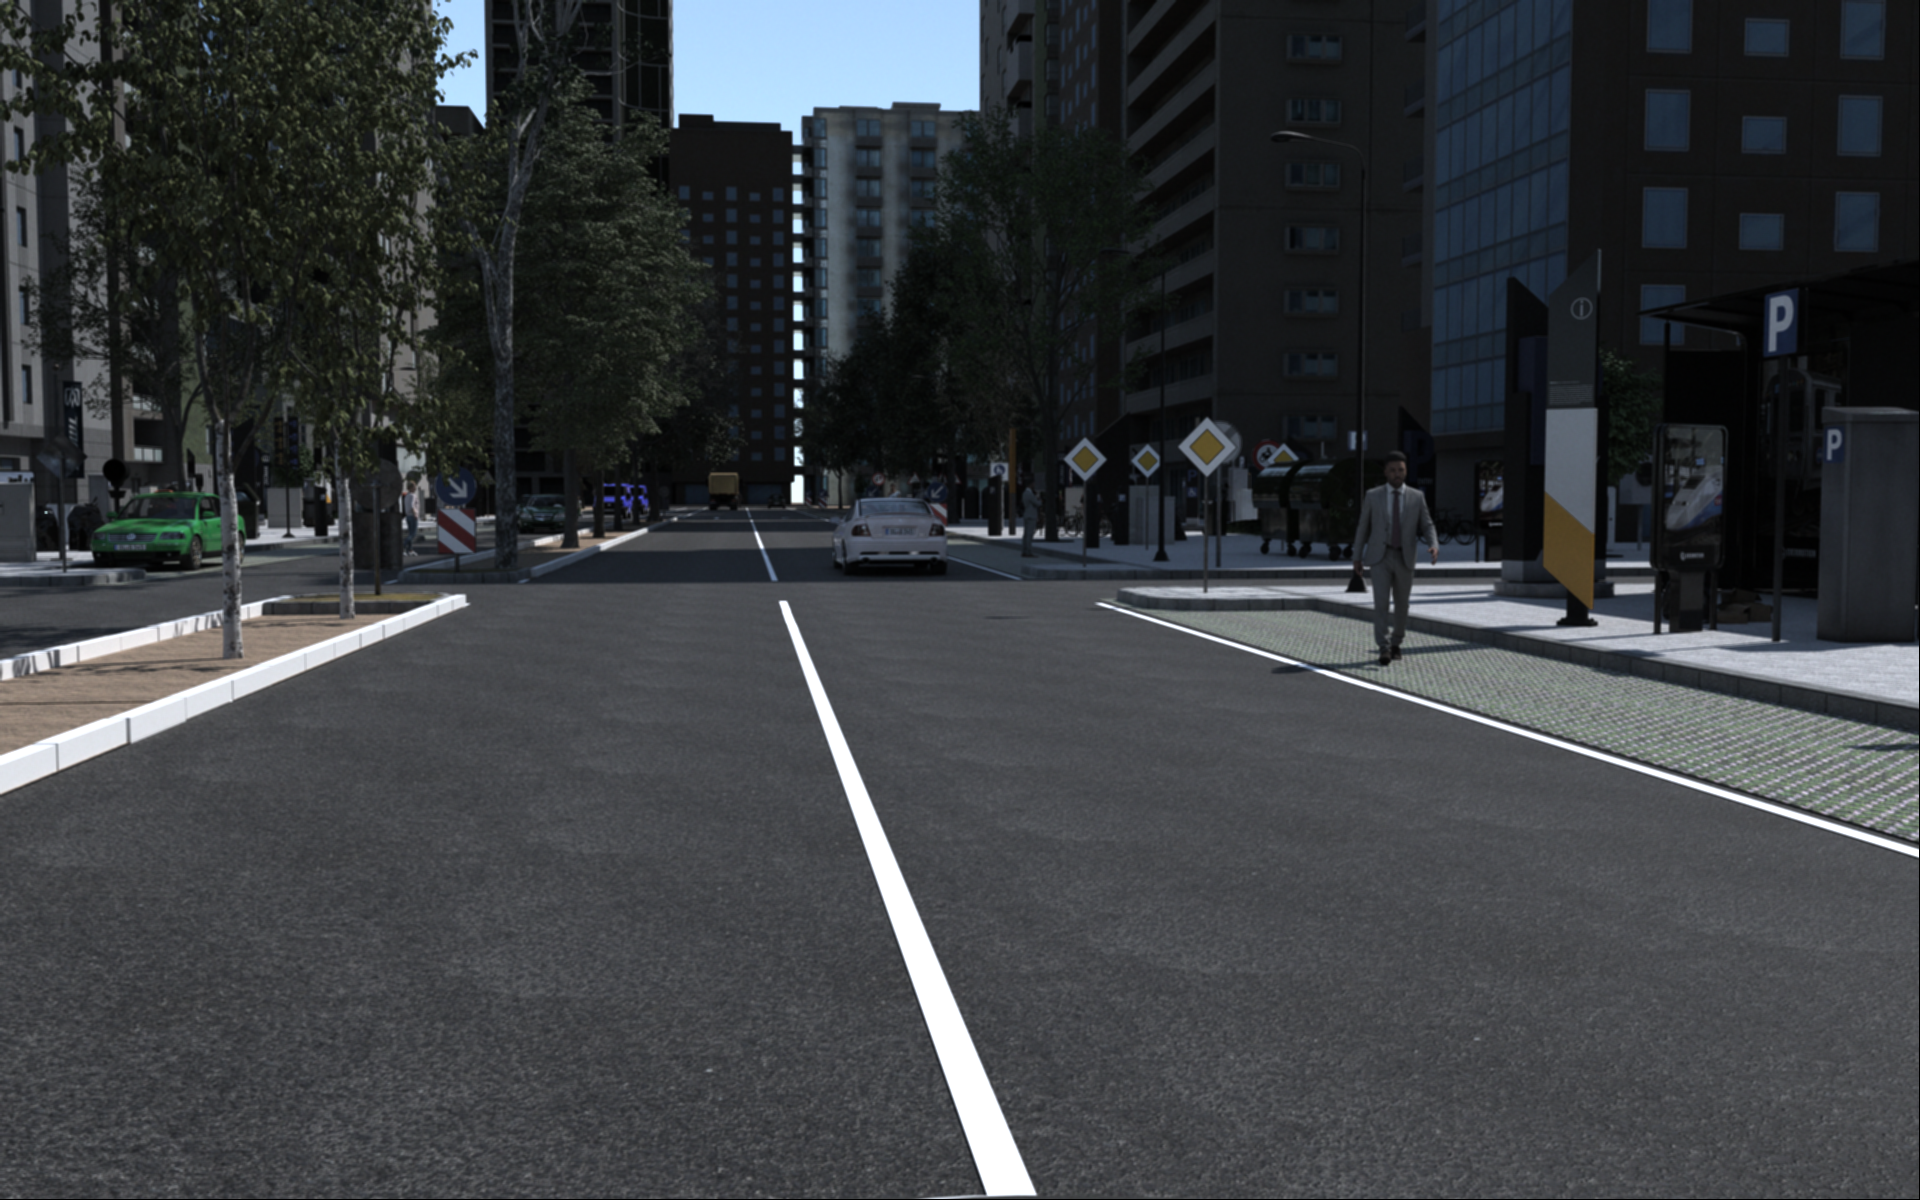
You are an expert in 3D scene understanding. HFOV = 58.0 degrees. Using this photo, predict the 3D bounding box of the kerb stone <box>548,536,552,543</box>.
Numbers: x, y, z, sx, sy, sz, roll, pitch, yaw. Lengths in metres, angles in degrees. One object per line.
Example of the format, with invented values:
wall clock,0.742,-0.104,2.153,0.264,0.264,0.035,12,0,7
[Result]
kerb stone,-12.056,-1.724,50.381,0.120,0.150,1.000,0,4,-7

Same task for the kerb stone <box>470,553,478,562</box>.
kerb stone,-10.256,-0.853,36.135,0.120,0.150,1.000,0,4,-7

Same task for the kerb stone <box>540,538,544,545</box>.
kerb stone,-11.795,-1.596,48.342,0.120,0.150,1.000,0,4,-7

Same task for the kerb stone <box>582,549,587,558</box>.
kerb stone,-8.421,-0.989,38.392,0.120,0.150,1.000,0,4,-7

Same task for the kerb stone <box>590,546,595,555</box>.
kerb stone,-8.678,-1.115,40.420,0.120,0.150,1.000,0,4,-7

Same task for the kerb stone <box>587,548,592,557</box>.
kerb stone,-8.545,-1.053,39.406,0.120,0.150,1.000,0,4,-7

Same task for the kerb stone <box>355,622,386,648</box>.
kerb stone,-5.663,0.351,16.508,0.120,0.150,1.000,0,4,-7

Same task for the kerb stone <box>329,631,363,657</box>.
kerb stone,-5.538,0.412,15.491,0.120,0.150,1.000,0,4,-7

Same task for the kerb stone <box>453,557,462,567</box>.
kerb stone,-9.997,-0.724,34.088,0.120,0.150,1.000,0,4,-7

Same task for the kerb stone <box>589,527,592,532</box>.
kerb stone,-13.724,-2.532,63.597,0.120,0.150,1.000,0,4,-7

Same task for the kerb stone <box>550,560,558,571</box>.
kerb stone,-7.653,-0.613,32.296,0.120,0.150,1.000,0,4,-7

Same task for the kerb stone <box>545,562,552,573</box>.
kerb stone,-7.533,-0.553,31.280,0.120,0.150,1.000,0,4,-7

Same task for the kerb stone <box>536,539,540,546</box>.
kerb stone,-11.674,-1.536,47.325,0.120,0.150,1.000,0,4,-7

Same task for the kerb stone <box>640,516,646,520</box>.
kerb stone,-18.352,-4.773,100.235,0.120,0.150,1.000,0,4,-7

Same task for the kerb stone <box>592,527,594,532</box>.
kerb stone,-13.850,-2.591,64.617,0.120,0.150,1.000,0,4,-7

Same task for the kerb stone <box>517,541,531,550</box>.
kerb stone,-11.417,-1.413,45.294,0.120,0.150,1.000,0,4,-7

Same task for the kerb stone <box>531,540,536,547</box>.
kerb stone,-11.539,-1.475,46.309,0.120,0.150,1.000,0,4,-7

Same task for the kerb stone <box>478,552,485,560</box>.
kerb stone,-10.384,-0.911,37.149,0.120,0.150,1.000,0,4,-7

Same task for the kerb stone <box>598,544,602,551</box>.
kerb stone,-8.937,-1.239,42.457,0.120,0.150,1.000,0,4,-7

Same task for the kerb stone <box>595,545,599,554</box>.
kerb stone,-8.807,-1.177,41.434,0.120,0.150,1.000,0,4,-7

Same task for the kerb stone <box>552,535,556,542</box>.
kerb stone,-12.184,-1.785,51.400,0.120,0.150,1.000,0,4,-7

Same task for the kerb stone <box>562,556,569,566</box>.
kerb stone,-7.916,-0.742,34.323,0.120,0.150,1.000,0,4,-7

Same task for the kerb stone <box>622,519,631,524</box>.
kerb stone,-16.555,-3.901,85.970,0.120,0.150,1.000,0,4,-7

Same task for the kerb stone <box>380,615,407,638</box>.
kerb stone,-5.784,0.286,17.523,0.120,0.150,1.000,0,4,-7

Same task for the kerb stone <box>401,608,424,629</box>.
kerb stone,-5.913,0.226,18.538,0.120,0.150,1.000,0,4,-7

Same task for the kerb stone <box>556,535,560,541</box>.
kerb stone,-12.310,-1.848,52.422,0.120,0.150,1.000,0,4,-7

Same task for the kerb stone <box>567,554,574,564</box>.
kerb stone,-8.035,-0.804,35.342,0.120,0.150,1.000,0,4,-7

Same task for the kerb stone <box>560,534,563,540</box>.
kerb stone,-12.445,-1.911,53.435,0.120,0.150,1.000,0,4,-7

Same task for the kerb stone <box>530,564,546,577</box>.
kerb stone,-7.398,-0.494,30.266,0.120,0.150,1.000,0,4,-7

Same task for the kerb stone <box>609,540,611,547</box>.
kerb stone,-9.325,-1.423,45.517,0.120,0.150,1.000,0,4,-7

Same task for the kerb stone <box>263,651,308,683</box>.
kerb stone,-5.278,0.534,13.464,0.120,0.150,1.000,0,4,-7

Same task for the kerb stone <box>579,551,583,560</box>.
kerb stone,-8.296,-0.929,37.377,0.120,0.150,1.000,0,4,-7

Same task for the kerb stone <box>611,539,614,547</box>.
kerb stone,-9.455,-1.488,46.531,0.120,0.150,1.000,0,4,-7

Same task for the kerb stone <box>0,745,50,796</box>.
kerb stone,-4.638,0.847,8.394,0.120,0.150,1.000,0,4,-7

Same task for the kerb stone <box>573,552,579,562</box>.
kerb stone,-8.165,-0.865,36.363,0.120,0.150,1.000,0,4,-7

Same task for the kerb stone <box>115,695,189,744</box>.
kerb stone,-4.881,0.720,10.424,0.120,0.150,1.000,0,4,-7

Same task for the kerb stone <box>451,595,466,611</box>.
kerb stone,-6.302,0.037,21.599,0.120,0.150,1.000,0,4,-7

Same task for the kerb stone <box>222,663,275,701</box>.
kerb stone,-5.143,0.597,12.451,0.120,0.150,1.000,0,4,-7

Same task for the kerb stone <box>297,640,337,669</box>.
kerb stone,-5.408,0.472,14.478,0.120,0.150,1.000,0,4,-7

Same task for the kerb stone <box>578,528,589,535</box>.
kerb stone,-13.603,-2.470,62.581,0.120,0.150,1.000,0,4,-7

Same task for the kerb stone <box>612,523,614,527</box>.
kerb stone,-15.139,-3.216,74.782,0.120,0.150,1.000,0,4,-7

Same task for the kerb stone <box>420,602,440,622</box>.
kerb stone,-6.050,0.162,19.560,0.120,0.150,1.000,0,4,-7

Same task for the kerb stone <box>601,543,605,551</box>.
kerb stone,-9.070,-1.302,43.479,0.120,0.150,1.000,0,4,-7

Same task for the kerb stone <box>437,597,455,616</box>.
kerb stone,-6.176,0.099,20.582,0.120,0.150,1.000,0,4,-7

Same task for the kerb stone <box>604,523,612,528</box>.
kerb stone,-15.014,-3.154,73.762,0.120,0.150,1.000,0,4,-7

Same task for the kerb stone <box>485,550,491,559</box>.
kerb stone,-10.520,-0.975,38.167,0.120,0.150,1.000,0,4,-7

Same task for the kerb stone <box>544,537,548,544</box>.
kerb stone,-11.920,-1.662,49.365,0.120,0.150,1.000,0,4,-7

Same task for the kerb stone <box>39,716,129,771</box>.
kerb stone,-4.767,0.782,9.408,0.120,0.150,1.000,0,4,-7

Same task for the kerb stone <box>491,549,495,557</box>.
kerb stone,-10.636,-1.035,39.183,0.120,0.150,1.000,0,4,-7

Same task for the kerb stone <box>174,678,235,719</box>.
kerb stone,-5.014,0.658,11.437,0.120,0.150,1.000,0,4,-7

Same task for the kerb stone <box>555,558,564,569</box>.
kerb stone,-7.781,-0.680,33.310,0.120,0.150,1.000,0,4,-7

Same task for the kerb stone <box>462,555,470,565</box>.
kerb stone,-10.126,-0.787,35.114,0.120,0.150,1.000,0,4,-7

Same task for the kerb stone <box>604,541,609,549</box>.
kerb stone,-9.190,-1.364,44.494,0.120,0.150,1.000,0,4,-7
